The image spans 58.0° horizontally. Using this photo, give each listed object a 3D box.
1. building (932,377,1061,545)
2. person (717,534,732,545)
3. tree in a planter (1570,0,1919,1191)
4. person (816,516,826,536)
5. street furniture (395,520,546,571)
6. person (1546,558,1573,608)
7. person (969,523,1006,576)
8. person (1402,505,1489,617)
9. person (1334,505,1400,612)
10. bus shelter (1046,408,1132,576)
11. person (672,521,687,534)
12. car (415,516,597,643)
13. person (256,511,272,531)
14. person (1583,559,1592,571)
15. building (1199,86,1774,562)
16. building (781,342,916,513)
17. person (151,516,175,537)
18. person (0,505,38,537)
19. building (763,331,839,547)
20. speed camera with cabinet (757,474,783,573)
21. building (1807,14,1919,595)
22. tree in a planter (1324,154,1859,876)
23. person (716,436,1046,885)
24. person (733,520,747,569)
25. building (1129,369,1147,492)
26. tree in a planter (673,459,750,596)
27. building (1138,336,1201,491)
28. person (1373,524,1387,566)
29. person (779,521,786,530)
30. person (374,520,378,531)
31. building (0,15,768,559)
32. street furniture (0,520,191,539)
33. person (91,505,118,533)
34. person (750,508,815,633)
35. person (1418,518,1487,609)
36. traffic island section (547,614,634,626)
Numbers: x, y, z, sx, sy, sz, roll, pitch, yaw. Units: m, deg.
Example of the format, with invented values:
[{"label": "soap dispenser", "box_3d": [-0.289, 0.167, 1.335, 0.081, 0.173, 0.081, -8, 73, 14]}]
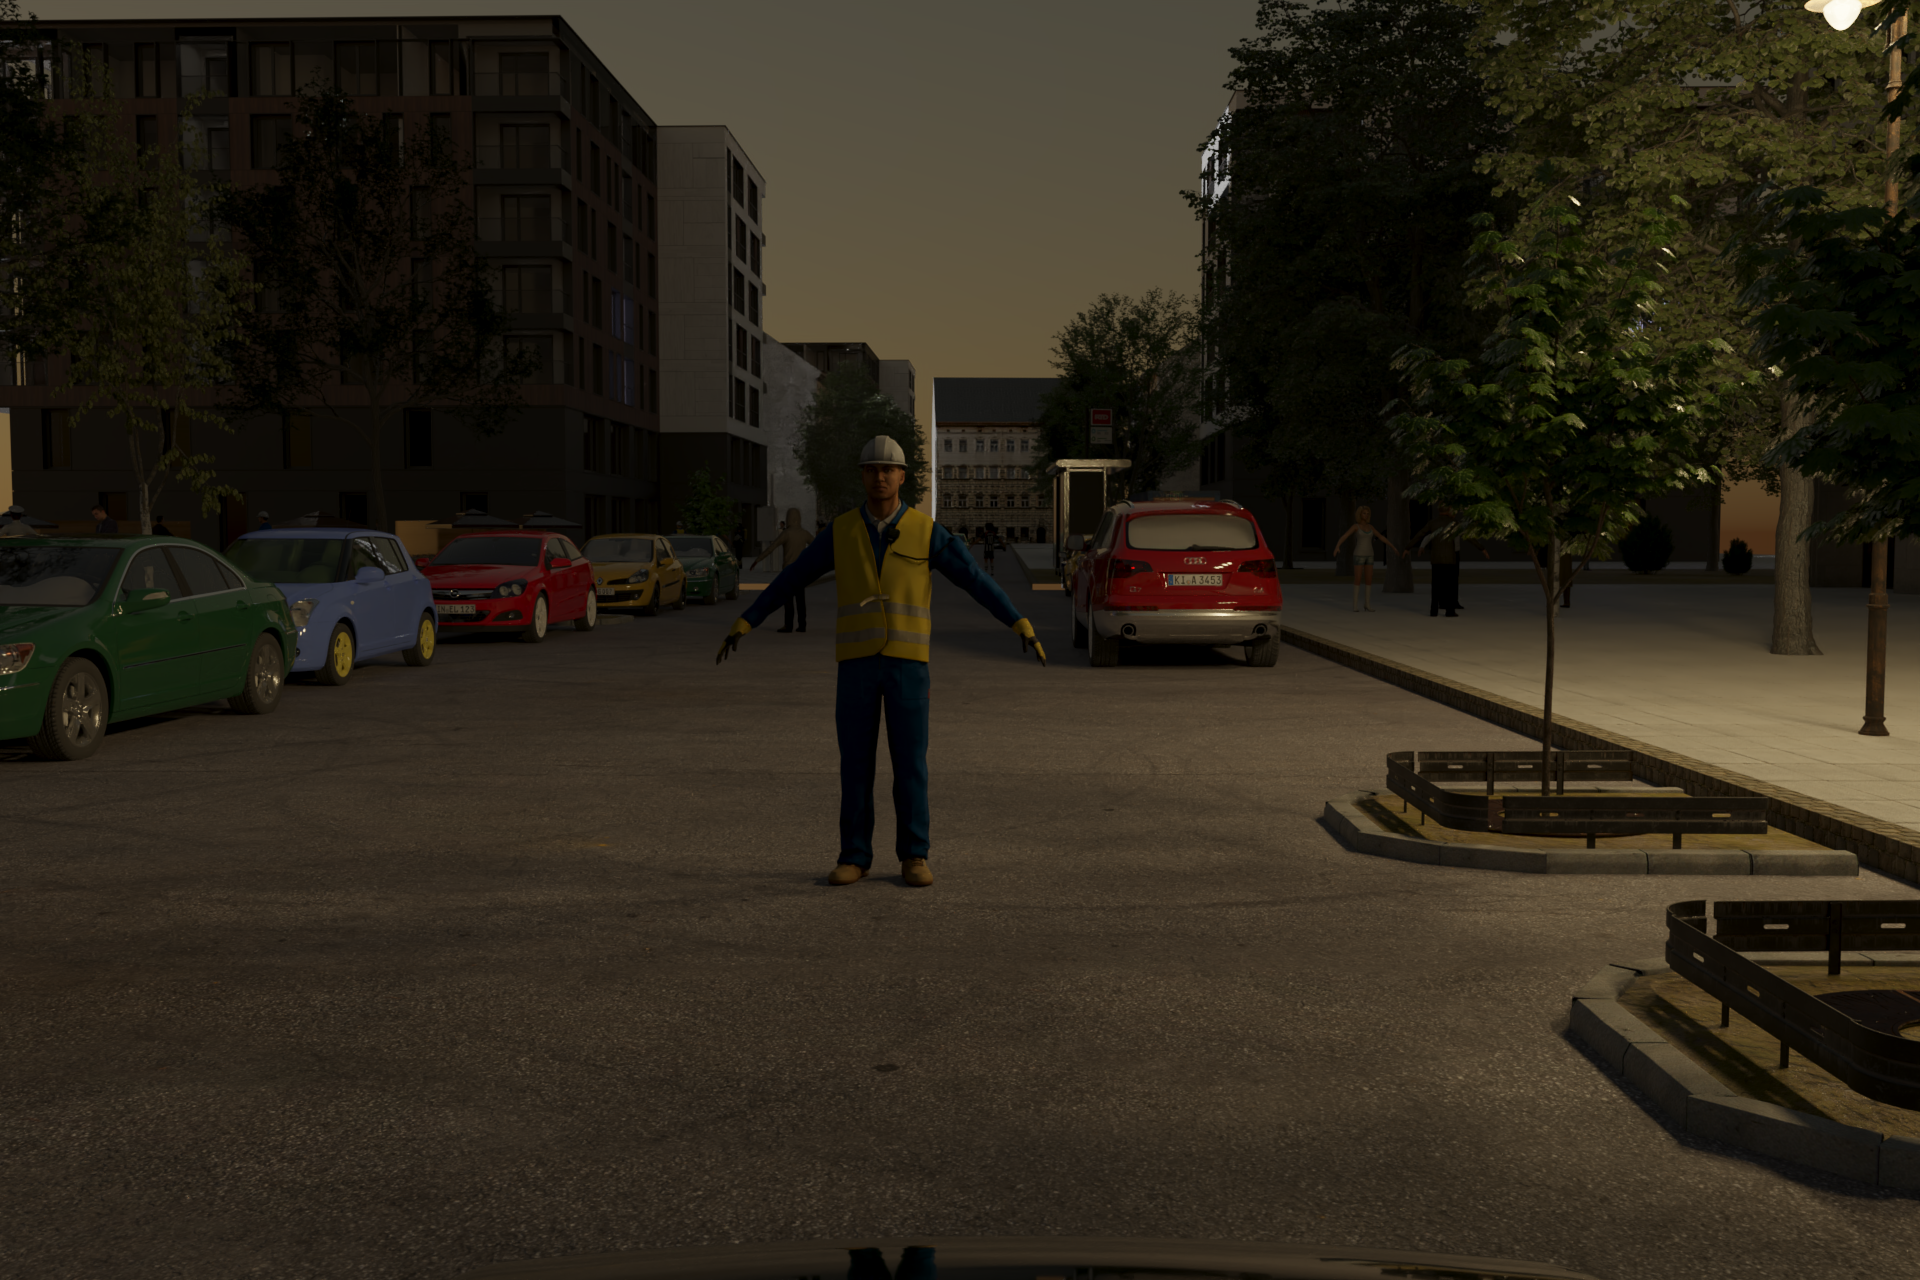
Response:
[{"label": "building", "box_3d": [5.339, -24.957, 241.434, 18.063, 23.208, 19.493, 0, 4, -2]}, {"label": "person", "box_3d": [-8.362, -3.199, 58.436, 1.347, 1.817, 0.704, -1, 4, -10]}, {"label": "tree in a planter", "box_3d": [2.748, -0.445, 4.506, 1.991, 3.239, 1.994, 0, 4, 2]}, {"label": "person", "box_3d": [-4.550, -3.099, 56.432, 0.705, 1.858, 1.354, -1, 4, -16]}, {"label": "street furniture", "box_3d": [-17.352, -3.165, 58.603, 9.812, 1.723, 11.010, 3, 5, 42]}, {"label": "person", "box_3d": [10.406, -1.429, 30.135, 1.217, 1.736, 0.721, -1, 4, -20]}, {"label": "person", "box_3d": [0.986, -3.116, 59.548, 1.345, 1.843, 0.704, -1, 4, -20]}, {"label": "person", "box_3d": [7.504, -1.265, 26.856, 1.348, 1.807, 0.705, 2, 4, 31]}, {"label": "person", "box_3d": [6.683, -1.340, 28.524, 1.214, 1.753, 0.721, -1, 4, -18]}, {"label": "bus shelter", "box_3d": [3.784, -4.597, 52.794, 2.179, 5.291, 8.768, 0, 3, 0]}, {"label": "person", "box_3d": [-10.842, -3.680, 66.637, 1.216, 1.772, 0.721, -3, 5, -41]}, {"label": "car", "box_3d": [-6.350, -0.922, 24.107, 2.155, 1.783, 4.494, 0, 4, 2]}, {"label": "person", "box_3d": [-17.166, -2.250, 42.671, 0.705, 1.842, 1.347, 0, 4, 2]}, {"label": "person", "box_3d": [21.934, -3.128, 60.416, 0.599, 1.433, 0.991, -1, 4, -12]}, {"label": "building", "box_3d": [27.029, -15.408, 95.894, 27.936, 21.610, 32.646, 0, 4, 2]}, {"label": "building", "box_3d": [-20.022, -21.847, 201.176, 27.936, 21.610, 32.646, 0, 4, 2]}, {"label": "person", "box_3d": [-22.935, -2.668, 49.752, 1.346, 1.812, 0.704, 1, 4, 18]}, {"label": "person", "box_3d": [-16.311, -1.435, 29.929, 1.216, 1.778, 0.721, -3, 5, -41]}, {"label": "building", "box_3d": [-22.332, -20.821, 171.357, 19.493, 23.208, 18.063, 0, 4, 2]}, {"label": "speed camera with cabinet", "box_3d": [-6.363, -3.891, 57.956, 0.660, 3.252, 2.038, 0, 4, 3]}, {"label": "building", "box_3d": [29.199, -13.499, 22.865, 24.374, 26.755, 37.873, 0, 4, 2]}, {"label": "tree in a planter", "box_3d": [2.805, -0.670, 8.184, 1.991, 3.239, 1.994, 0, 4, 2]}, {"label": "person", "box_3d": [-0.320, 0.080, 7.122, 1.349, 1.833, 0.705, 0, 4, 4]}, {"label": "person", "box_3d": [-8.142, -3.533, 63.545, 0.705, 1.856, 1.354, 0, 4, -1]}, {"label": "building", "box_3d": [28.434, -20.000, 193.462, 16.747, 18.905, 31.486, 0, 4, 1]}, {"label": "tree in a planter", "box_3d": [-6.066, -2.689, 41.189, 1.991, 3.239, 1.994, 0, 4, 1]}, {"label": "building", "box_3d": [27.572, -20.569, 167.225, 19.493, 23.208, 18.063, 0, 4, 1]}, {"label": "person", "box_3d": [17.196, -3.842, 69.545, 1.216, 1.740, 0.721, 1, 4, 8]}, {"label": "person", "box_3d": [-7.156, -3.880, 69.631, 1.347, 1.806, 0.705, 2, 4, 24]}, {"label": "person", "box_3d": [-22.282, -3.698, 66.398, 1.347, 1.837, 0.705, 1, 4, 23]}, {"label": "building", "box_3d": [-25.703, -14.754, 85.203, 27.936, 21.610, 32.646, 0, 4, 2]}, {"label": "street furniture", "box_3d": [-29.853, -3.071, 57.057, 11.010, 1.723, 9.812, 3, 4, 36]}, {"label": "person", "box_3d": [-14.137, -1.347, 28.511, 0.683, 1.767, 0.568, 2, 4, 32]}, {"label": "person", "box_3d": [-2.436, -1.018, 25.227, 1.348, 1.813, 0.705, -3, 4, -38]}, {"label": "person", "box_3d": [8.385, -1.434, 29.598, 1.344, 1.810, 0.704, -1, 4, -17]}, {"label": "traffic island section", "box_3d": [-6.387, -0.321, 28.121, 1.991, 0.108, 1.994, 0, 4, 1]}]
